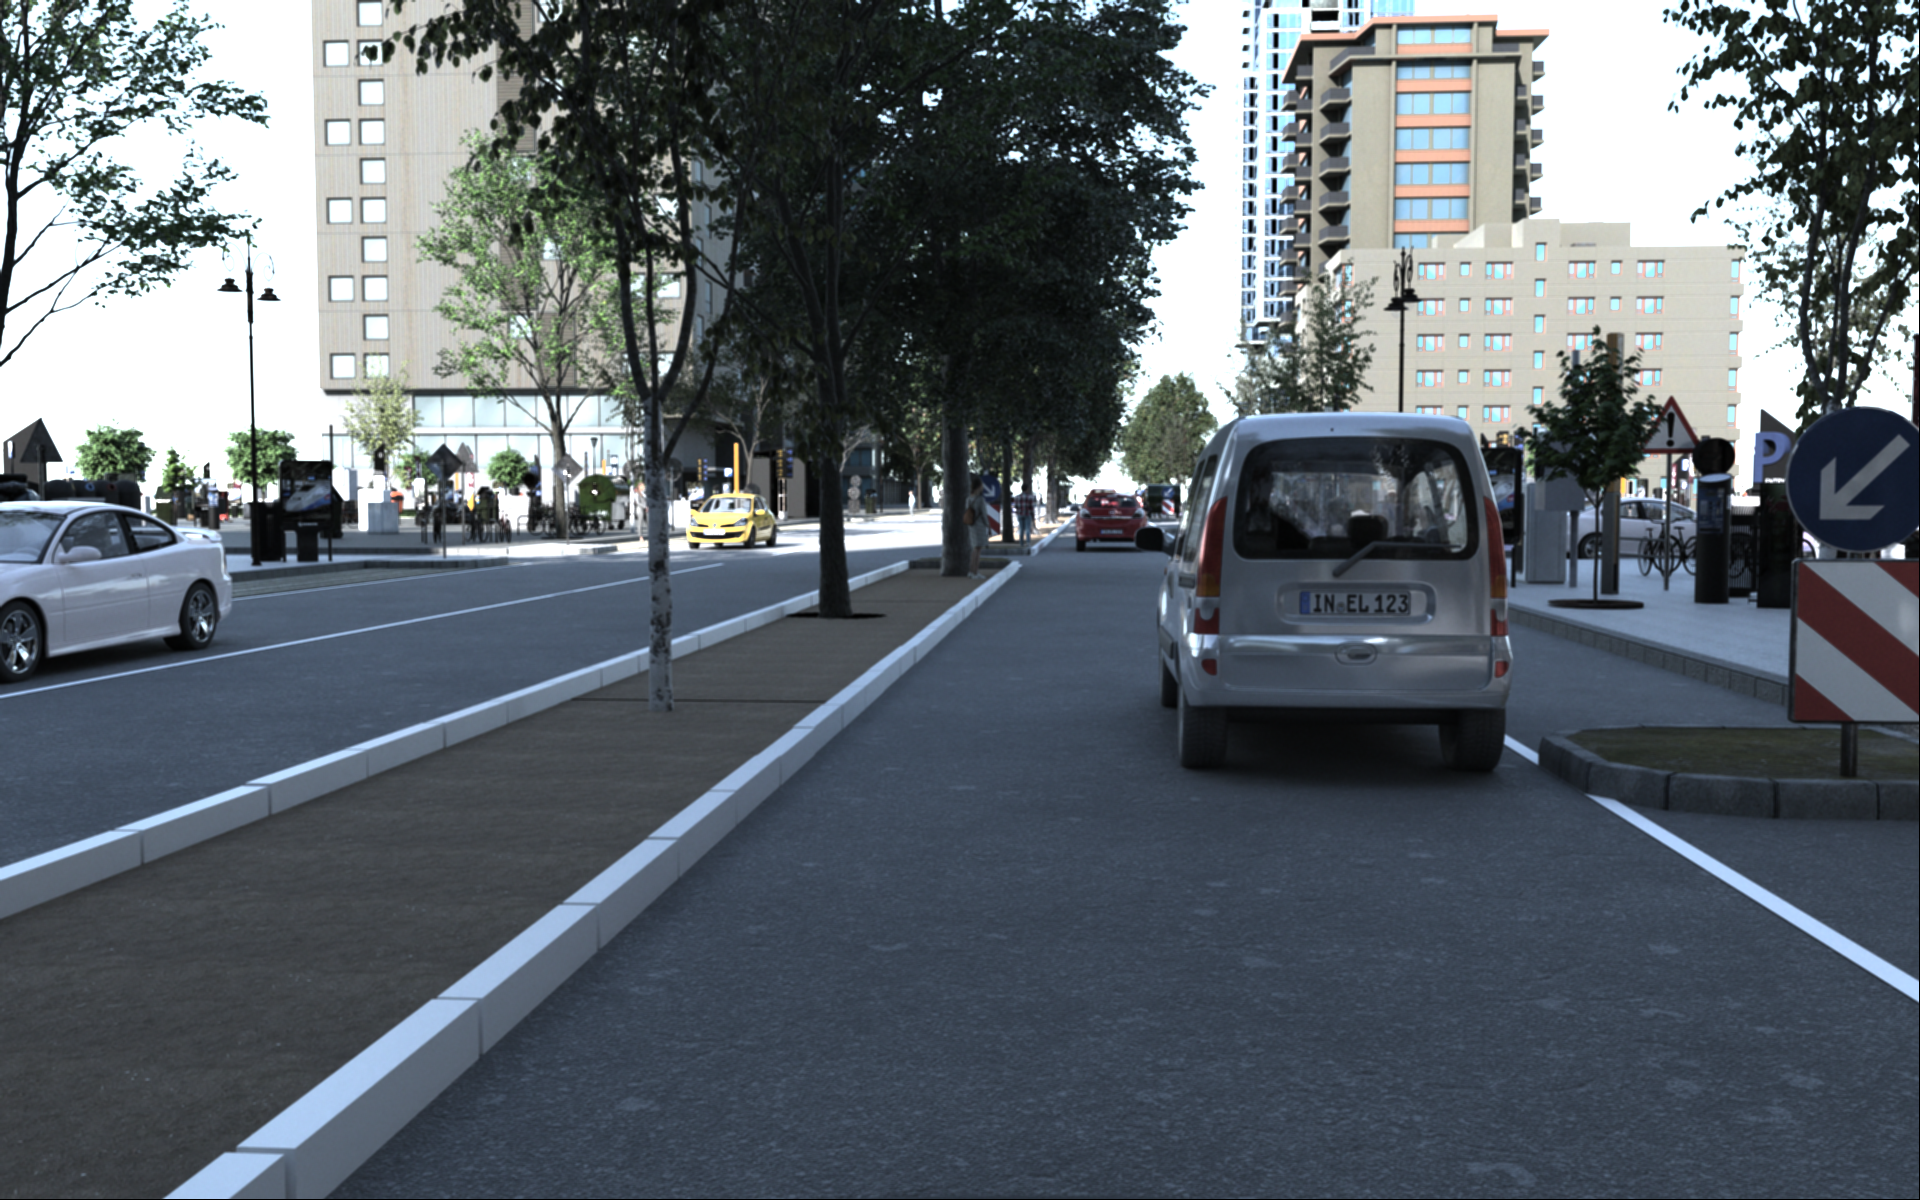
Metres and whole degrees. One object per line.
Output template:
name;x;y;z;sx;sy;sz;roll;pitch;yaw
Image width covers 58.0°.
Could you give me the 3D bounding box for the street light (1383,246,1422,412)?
street light;8.279;-3.653;32.516;0.468;5.910;1.993;0;4;5

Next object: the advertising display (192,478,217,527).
advertising display;-29.579;-3.831;67.853;0.123;1.923;0.974;3;4;39

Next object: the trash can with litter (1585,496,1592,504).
trash can with litter;29.147;-4.450;83.809;2.233;1.210;1.678;-1;4;-16

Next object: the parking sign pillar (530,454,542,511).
parking sign pillar;-28.579;-7.844;116.729;1.447;3.967;1.447;-2;4;-27

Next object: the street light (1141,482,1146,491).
street light;26.280;-17.012;250.927;0.468;5.910;1.993;0;4;5

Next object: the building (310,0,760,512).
building;-30.750;-33.235;132.638;28.713;52.752;27.495;0;4;5

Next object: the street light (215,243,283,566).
street light;-12.641;-3.557;30.944;0.468;5.910;1.993;0;4;5

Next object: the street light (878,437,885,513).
street light;-5.410;-8.946;119.057;0.468;5.910;1.993;0;4;5

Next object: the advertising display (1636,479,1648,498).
advertising display;28.827;-4.159;73.208;0.123;1.923;0.974;0;4;1

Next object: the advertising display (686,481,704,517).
advertising display;-13.452;-5.063;87.998;0.974;1.923;0.123;-3;4;-37

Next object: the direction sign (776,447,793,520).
direction sign;-8.552;-5.653;84.418;0.876;3.537;0.379;-2;4;-32

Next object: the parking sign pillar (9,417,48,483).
parking sign pillar;-32.564;-4.396;60.351;1.447;3.967;1.447;-1;4;-8

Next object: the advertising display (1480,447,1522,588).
advertising display;7.350;-1.154;24.086;0.123;1.923;0.974;-3;4;-37

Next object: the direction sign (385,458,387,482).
direction sign;-36.021;-7.100;108.078;0.876;3.537;0.379;2;4;34

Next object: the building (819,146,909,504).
building;-19.370;-37.230;228.310;23.786;49.044;30.456;0;4;5

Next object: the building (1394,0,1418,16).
building;46.925;-55.721;223.712;22.319;86.520;31.000;0;4;5

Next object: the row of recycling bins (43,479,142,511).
row of recycling bins;-24.128;-2.506;48.089;1.069;1.692;3.534;1;4;11

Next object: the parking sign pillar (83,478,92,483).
parking sign pillar;-36.917;-5.222;73.857;1.447;3.967;1.447;0;4;-4

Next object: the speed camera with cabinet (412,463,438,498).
speed camera with cabinet;-34.640;-7.204;112.121;0.660;3.252;2.038;1;4;19

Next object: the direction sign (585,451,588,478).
direction sign;-19.916;-6.136;92.321;0.379;3.537;0.876;-1;4;-20

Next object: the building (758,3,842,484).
building;-22.533;-44.796;170.669;20.563;71.187;20.611;0;4;5

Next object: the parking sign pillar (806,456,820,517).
parking sign pillar;-8.224;-6.757;98.944;1.447;3.967;1.447;0;4;-3

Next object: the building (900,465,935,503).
building;-18.984;-25.346;259.447;27.650;21.520;28.899;0;4;5

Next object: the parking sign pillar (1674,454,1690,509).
parking sign pillar;45.822;-7.442;110.151;1.447;3.967;1.447;-1;4;-20

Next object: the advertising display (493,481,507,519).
advertising display;-23.637;-5.122;88.961;0.974;1.923;0.123;3;4;37

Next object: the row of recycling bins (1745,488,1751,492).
row of recycling bins;50.011;-6.158;107.794;1.069;1.692;3.534;0;4;-7

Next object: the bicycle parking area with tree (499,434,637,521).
bicycle parking area with tree;-18.844;-6.016;85.359;9.016;4.147;8.231;1;4;23

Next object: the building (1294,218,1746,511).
building;41.768;-17.780;135.735;27.650;21.520;28.899;0;4;5

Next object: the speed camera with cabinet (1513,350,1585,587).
speed camera with cabinet;8.363;-1.852;24.609;0.660;3.252;2.038;0;4;7

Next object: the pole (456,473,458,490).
pole;-32.769;-7.279;112.860;0.158;3.312;0.155;0;3;0

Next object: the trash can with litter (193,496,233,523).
trash can with litter;-34.108;-4.154;78.973;1.678;1.210;2.233;2;4;31

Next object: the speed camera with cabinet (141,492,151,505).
speed camera with cabinet;-56.814;-7.632;119.113;0.660;3.252;2.038;3;5;43

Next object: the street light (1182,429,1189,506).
street light;15.595;-9.012;120.126;0.468;5.910;1.993;0;4;5

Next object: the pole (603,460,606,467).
pole;-21.210;-6.696;103.315;0.158;3.312;0.155;0;3;0

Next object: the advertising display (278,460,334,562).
advertising display;-12.390;-1.690;32.845;0.974;1.923;0.123;-3;4;-37

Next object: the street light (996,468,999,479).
street light;5.422;-16.954;249.992;0.468;5.910;1.993;0;4;5

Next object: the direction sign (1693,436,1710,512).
direction sign;28.707;-4.610;67.362;0.379;3.537;0.876;-3;4;-37

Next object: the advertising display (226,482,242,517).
advertising display;-39.876;-5.504;95.200;0.974;1.923;0.123;1;4;20

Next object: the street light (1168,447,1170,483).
street light;17.432;-10.480;144.139;0.468;5.910;1.993;0;4;5

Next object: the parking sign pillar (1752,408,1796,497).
parking sign pillar;25.371;-4.002;53.910;1.447;3.967;1.447;-2;4;-28

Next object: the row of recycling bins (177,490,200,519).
row of recycling bins;-41.329;-5.203;92.177;1.069;1.692;3.534;0;4;-6

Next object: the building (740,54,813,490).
building;-21.106;-28.735;153.415;14.154;41.232;14.086;0;4;5

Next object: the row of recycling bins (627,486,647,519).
row of recycling bins;-17.491;-5.105;90.581;3.534;1.692;1.069;-1;4;-9

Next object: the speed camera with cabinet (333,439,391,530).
speed camera with cabinet;-21.330;-4.124;61.766;2.038;3.252;0.660;1;4;16

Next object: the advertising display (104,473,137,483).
advertising display;-25.444;-2.894;52.530;0.123;1.923;0.974;2;4;34

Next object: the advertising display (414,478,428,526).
advertising display;-21.369;-3.882;68.680;0.123;1.923;0.974;-3;5;-41

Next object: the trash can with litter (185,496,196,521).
trash can with litter;-37.275;-4.447;84.097;0.624;1.170;1.055;-2;4;-28

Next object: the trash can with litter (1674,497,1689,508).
trash can with litter;38.723;-5.067;93.905;1.678;1.210;2.233;-3;5;-39

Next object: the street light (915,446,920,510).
street light;-3.467;-10.375;142.416;0.468;5.910;1.993;0;4;5

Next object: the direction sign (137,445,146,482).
direction sign;-35.753;-5.084;75.113;0.876;3.537;0.379;0;4;-2

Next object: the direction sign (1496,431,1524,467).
direction sign;19.781;-4.296;62.235;0.876;3.537;0.379;1;4;12

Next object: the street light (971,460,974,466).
street light;1.457;-14.043;202.386;0.468;5.910;1.993;0;4;5

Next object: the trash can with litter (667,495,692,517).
trash can with litter;-15.327;-5.229;96.557;2.233;1.210;1.678;3;5;44

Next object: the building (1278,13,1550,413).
building;41.971;-31.150;163.934;22.147;44.769;28.867;0;4;5

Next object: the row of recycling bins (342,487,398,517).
row of recycling bins;-33.192;-5.497;96.984;3.534;1.692;1.069;-3;5;-42

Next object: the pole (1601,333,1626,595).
pole;8.326;-1.728;22.095;0.158;3.312;0.155;0;3;0

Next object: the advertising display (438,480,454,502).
advertising display;-23.598;-4.545;79.528;0.123;1.923;0.974;1;4;22

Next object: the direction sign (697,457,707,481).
direction sign;-15.936;-7.047;107.209;0.876;3.537;0.379;3;5;40

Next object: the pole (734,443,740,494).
pole;-8.951;-4.629;69.531;0.158;3.312;0.155;0;3;0

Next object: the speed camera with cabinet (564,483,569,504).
speed camera with cabinet;-23.036;-6.478;100.249;0.660;3.252;2.038;-1;4;-19
